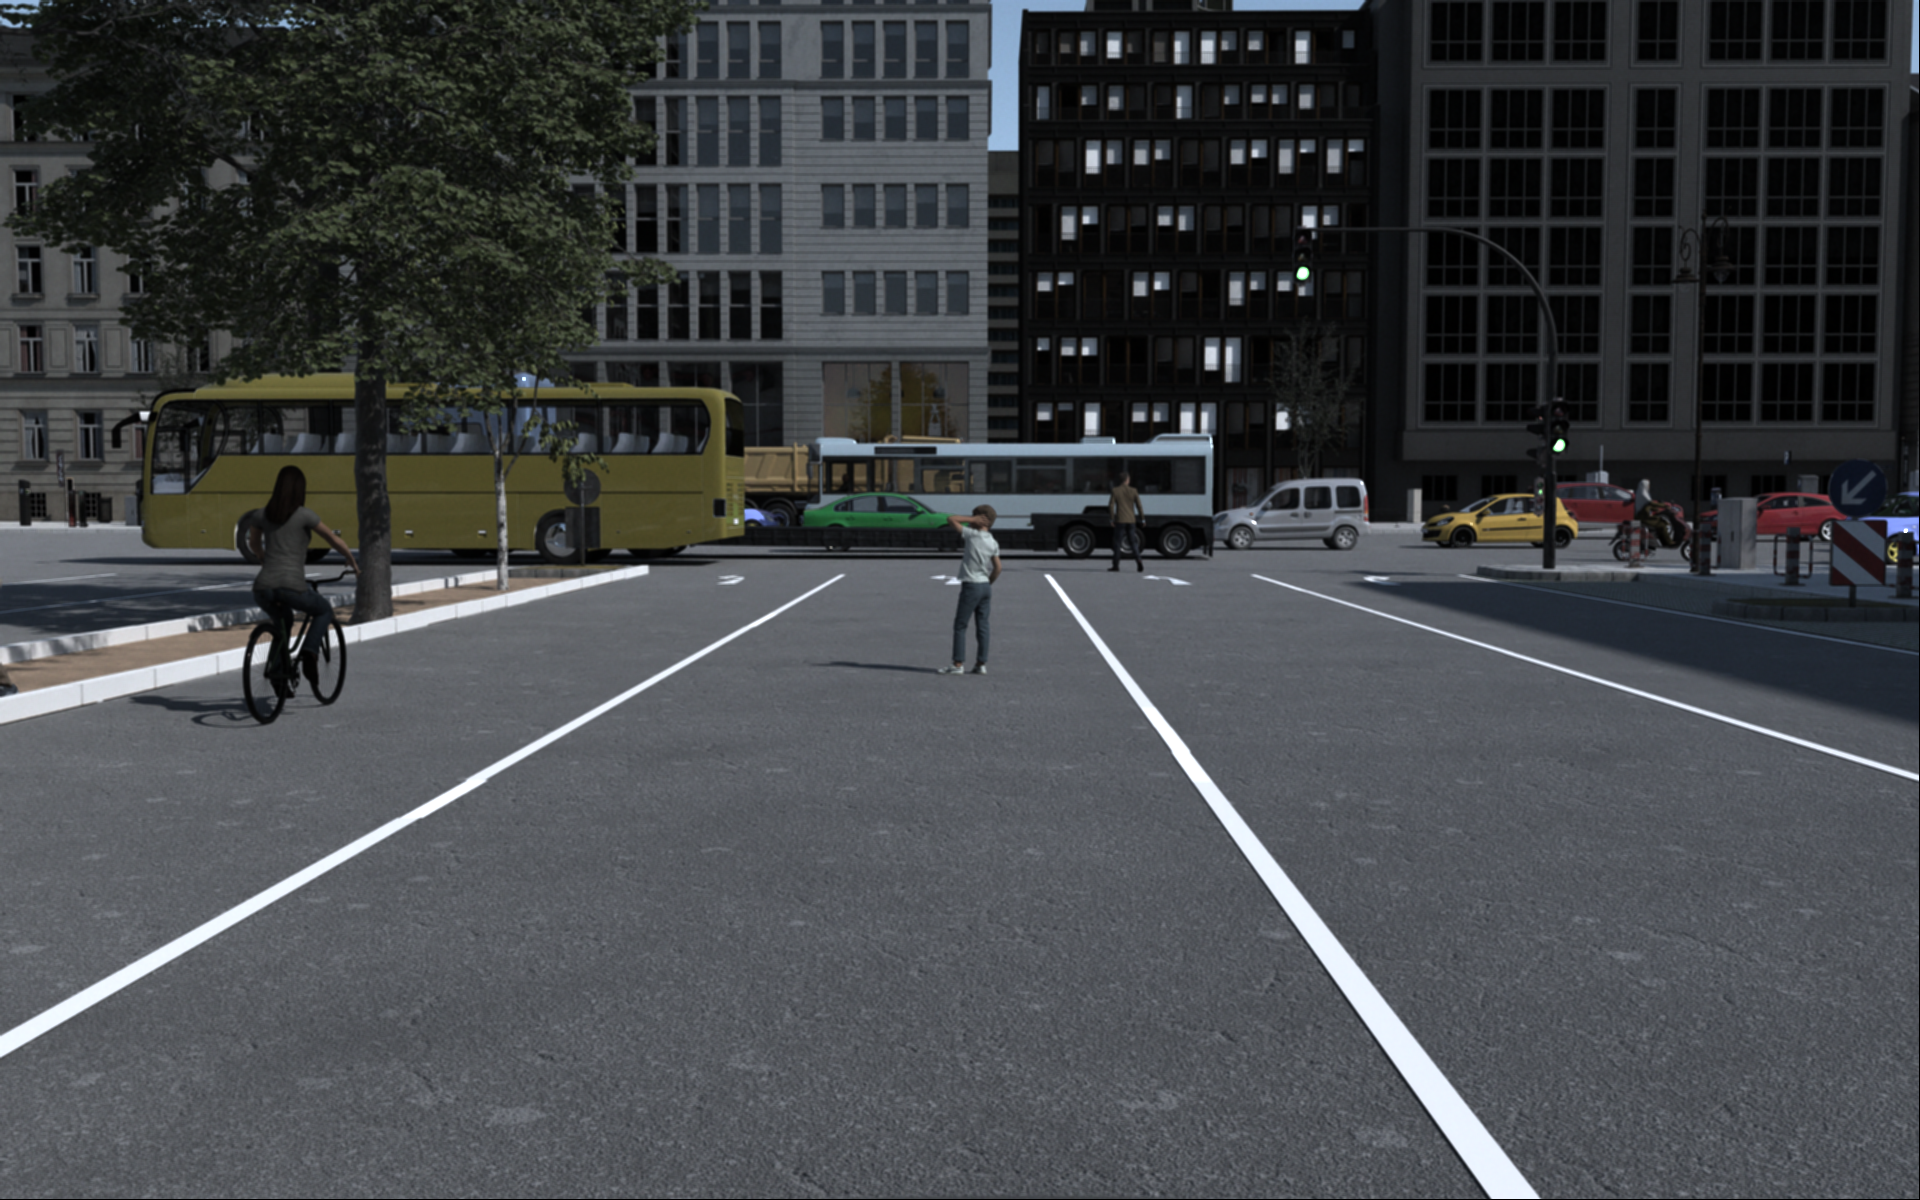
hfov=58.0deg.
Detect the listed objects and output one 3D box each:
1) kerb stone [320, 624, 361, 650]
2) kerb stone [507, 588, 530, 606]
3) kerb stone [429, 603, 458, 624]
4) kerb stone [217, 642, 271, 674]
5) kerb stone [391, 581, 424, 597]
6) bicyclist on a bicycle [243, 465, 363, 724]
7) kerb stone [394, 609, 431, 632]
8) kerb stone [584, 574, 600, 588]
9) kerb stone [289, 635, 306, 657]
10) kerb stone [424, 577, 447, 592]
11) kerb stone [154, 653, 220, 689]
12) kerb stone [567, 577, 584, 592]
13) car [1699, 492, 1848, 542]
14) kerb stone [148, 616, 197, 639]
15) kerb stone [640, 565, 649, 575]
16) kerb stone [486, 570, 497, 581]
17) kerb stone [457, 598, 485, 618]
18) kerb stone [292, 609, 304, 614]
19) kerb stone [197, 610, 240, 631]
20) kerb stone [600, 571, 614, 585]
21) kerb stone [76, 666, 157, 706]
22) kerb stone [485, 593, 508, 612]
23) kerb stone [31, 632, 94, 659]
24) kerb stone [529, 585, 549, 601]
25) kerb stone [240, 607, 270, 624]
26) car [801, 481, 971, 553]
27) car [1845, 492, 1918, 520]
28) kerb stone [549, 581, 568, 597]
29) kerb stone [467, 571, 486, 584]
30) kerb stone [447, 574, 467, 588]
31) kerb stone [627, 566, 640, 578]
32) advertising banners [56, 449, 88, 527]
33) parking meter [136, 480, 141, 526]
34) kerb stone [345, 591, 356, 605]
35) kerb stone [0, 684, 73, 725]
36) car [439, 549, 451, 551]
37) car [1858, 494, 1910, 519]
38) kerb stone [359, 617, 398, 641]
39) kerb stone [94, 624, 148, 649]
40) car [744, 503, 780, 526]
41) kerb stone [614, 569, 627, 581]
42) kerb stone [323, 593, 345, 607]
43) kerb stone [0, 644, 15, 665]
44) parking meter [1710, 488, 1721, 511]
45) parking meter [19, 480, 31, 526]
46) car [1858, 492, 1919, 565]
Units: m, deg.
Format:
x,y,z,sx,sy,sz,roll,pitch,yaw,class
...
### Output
x,y,z,sx,sy,sz,roll,pitch,yaw,class
-5.913,0.364,16.329,0.120,0.150,1.000,0,4,1,kerb stone
-5.813,-0.017,22.517,0.120,0.150,1.000,0,4,1,kerb stone
-5.872,0.169,19.433,0.120,0.150,1.000,0,4,1,kerb stone
-5.946,0.485,14.271,0.120,0.150,1.000,0,4,1,kerb stone
-7.887,-0.150,24.656,0.120,0.150,1.000,0,4,1,kerb stone
-4.314,-0.075,11.249,1.499,1.676,1.625,0,4,1,bicyclist on a bicycle
-5.874,0.233,18.402,0.120,0.150,1.000,0,4,1,kerb stone
-5.758,-0.273,26.657,0.120,0.150,1.000,0,4,1,kerb stone
-5.930,0.422,15.300,0.120,0.150,1.000,0,4,1,kerb stone
-7.870,-0.213,25.688,0.120,0.150,1.000,0,4,1,kerb stone
-5.962,0.548,13.237,0.120,0.150,1.000,0,4,1,kerb stone
-5.777,-0.209,25.610,0.120,0.150,1.000,0,4,1,kerb stone
24.625,-2.667,52.650,4.494,1.783,2.155,0,4,1,car
-8.000,0.296,17.455,0.120,0.150,1.000,0,4,1,kerb stone
-5.694,-0.522,30.785,0.120,0.150,1.000,0,4,1,kerb stone
-7.817,-0.402,28.770,0.120,0.150,1.000,0,4,1,kerb stone
-5.848,0.106,20.462,0.120,0.150,1.000,0,4,1,kerb stone
-7.947,0.101,20.538,0.120,0.150,1.000,0,4,1,kerb stone
-7.986,0.227,18.482,0.120,0.150,1.000,0,4,1,kerb stone
-5.744,-0.336,27.691,0.120,0.150,1.000,0,4,1,kerb stone
-5.980,0.611,12.210,0.120,0.150,1.000,0,4,1,kerb stone
-5.833,0.051,21.490,0.120,0.150,1.000,0,4,1,kerb stone
-8.037,0.416,15.389,0.120,0.150,1.000,0,4,1,kerb stone
-5.804,-0.082,23.544,0.120,0.150,1.000,0,4,1,kerb stone
-7.959,0.167,19.511,0.120,0.150,1.000,0,4,1,kerb stone
-1.667,-2.099,43.120,4.718,1.807,1.959,0,4,1,car
27.063,-2.422,49.190,3.694,1.707,1.945,0,4,2,car
-5.787,-0.142,24.578,0.120,0.150,1.000,0,4,1,kerb stone
-7.843,-0.339,27.743,0.120,0.150,1.000,0,4,1,kerb stone
-7.856,-0.277,26.716,0.120,0.150,1.000,0,4,1,kerb stone
-5.705,-0.453,29.758,0.120,0.150,1.000,0,4,1,kerb stone
-34.537,-4.351,67.335,2.074,3.025,0.090,2,4,34,advertising banners
-32.635,-3.874,69.055,0.399,1.863,0.255,3,5,43,parking meter
-7.916,-0.025,22.596,0.120,0.150,1.000,0,4,1,kerb stone
-5.995,0.674,11.179,0.120,0.150,1.000,0,4,1,kerb stone
-11.572,-1.978,44.695,4.827,1.381,2.083,0,4,-1,car
23.317,-1.828,41.692,2.131,1.459,4.920,0,4,1,car
-5.889,0.303,17.364,0.120,0.150,1.000,0,4,1,kerb stone
-8.022,0.356,16.416,0.120,0.150,1.000,0,4,1,kerb stone
-7.483,-2.735,54.306,3.694,1.707,1.945,0,4,2,car
-5.723,-0.400,28.731,0.120,0.150,1.000,0,4,1,kerb stone
-7.941,0.043,21.568,0.120,0.150,1.000,0,4,1,kerb stone
-8.046,0.479,14.356,0.120,0.150,1.000,0,4,1,kerb stone
29.150,-3.572,66.813,0.372,1.533,0.369,0,3,0,parking meter
-37.798,-3.933,70.022,0.399,1.863,0.255,2,4,23,parking meter
19.809,-1.572,35.300,3.694,1.707,1.945,0,3,0,car
